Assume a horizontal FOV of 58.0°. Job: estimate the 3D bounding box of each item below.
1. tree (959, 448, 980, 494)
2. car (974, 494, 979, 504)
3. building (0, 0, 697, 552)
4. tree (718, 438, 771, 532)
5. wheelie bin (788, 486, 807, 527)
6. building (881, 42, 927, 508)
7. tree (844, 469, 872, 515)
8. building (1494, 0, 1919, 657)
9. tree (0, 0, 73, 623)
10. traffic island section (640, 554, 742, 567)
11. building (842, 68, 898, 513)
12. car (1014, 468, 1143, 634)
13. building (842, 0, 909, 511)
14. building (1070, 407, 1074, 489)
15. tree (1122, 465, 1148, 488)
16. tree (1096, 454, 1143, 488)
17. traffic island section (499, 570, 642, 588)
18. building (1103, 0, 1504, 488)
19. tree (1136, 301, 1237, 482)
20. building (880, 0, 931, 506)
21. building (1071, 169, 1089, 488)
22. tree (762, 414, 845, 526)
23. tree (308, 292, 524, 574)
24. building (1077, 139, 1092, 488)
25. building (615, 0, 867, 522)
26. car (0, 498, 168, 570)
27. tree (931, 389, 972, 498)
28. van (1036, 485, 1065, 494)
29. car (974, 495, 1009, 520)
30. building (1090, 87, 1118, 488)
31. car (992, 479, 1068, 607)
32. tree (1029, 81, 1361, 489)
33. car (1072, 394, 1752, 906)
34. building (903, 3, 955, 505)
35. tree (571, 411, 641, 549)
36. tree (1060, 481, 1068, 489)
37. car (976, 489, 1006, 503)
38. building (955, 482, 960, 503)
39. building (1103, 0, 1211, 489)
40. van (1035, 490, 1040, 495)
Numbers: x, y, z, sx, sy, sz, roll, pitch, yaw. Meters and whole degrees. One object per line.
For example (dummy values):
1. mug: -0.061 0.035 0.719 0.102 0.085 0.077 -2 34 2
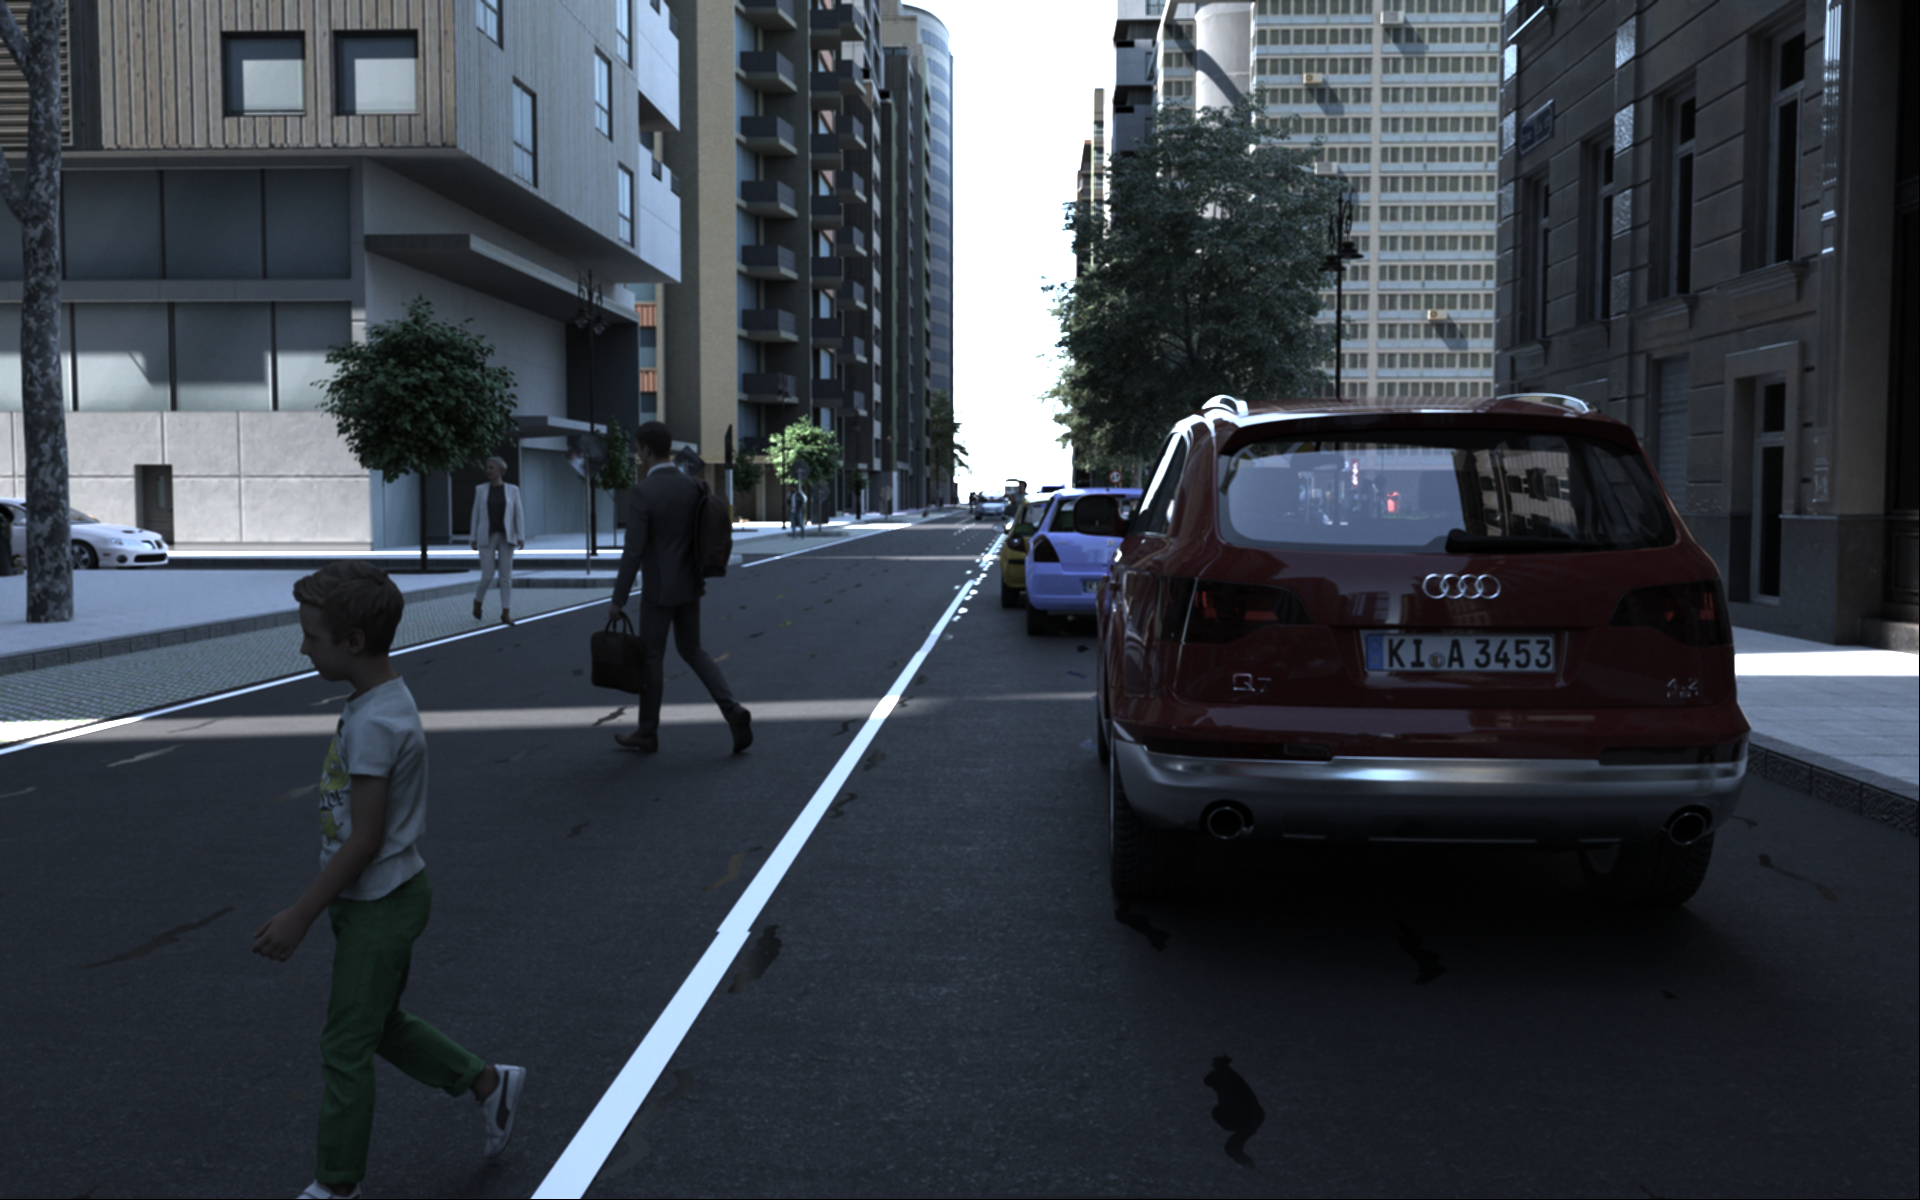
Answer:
1. tree: 1.471 -19.379 267.203 4.360 8.622 3.978 0 3 0
2. car: 2.865 -13.879 237.147 2.015 1.641 3.980 0 4 4
3. building: -23.573 -28.137 49.286 28.713 52.752 27.495 0 4 2
4. tree: -7.546 -3.983 59.723 1.663 3.219 1.824 0 3 0
5. wheelie bin: -6.390 -3.674 67.978 0.693 1.594 0.980 0 4 4
6. building: -10.430 -28.711 153.027 14.154 41.232 14.086 0 4 2
7. tree: -6.566 -6.980 108.729 1.663 3.219 1.824 0 3 0
8. building: 13.008 -13.180 12.755 12.463 27.353 25.104 0 4 2
9. tree: -10.189 -9.912 17.954 12.611 20.169 13.585 0 3 0
10. traffic island section: -5.618 -0.814 35.585 2.009 0.180 2.903 0 4 2
11. building: -11.806 -21.205 118.405 14.160 30.474 14.107 0 4 2
12. car: 1.556 -0.572 18.952 1.945 1.707 3.694 0 4 2
13. building: -14.551 -42.612 134.950 20.563 71.187 20.611 0 4 2
14. building: 30.423 -25.047 254.565 27.650 21.520 28.899 0 4 2
15. tree: 9.796 -6.323 97.979 1.663 3.219 1.824 0 3 0
16. tree: 10.484 -7.784 110.978 4.285 4.588 4.351 0 3 0
17. traffic island section: -5.944 -0.326 27.607 2.009 0.180 2.903 0 4 2
18. building: 27.145 -26.822 130.423 32.217 40.220 23.993 0 4 2
19. tree: 8.317 -6.962 64.188 4.360 8.622 3.978 0 3 0
20. building: -14.156 -33.460 170.780 21.300 48.544 21.600 0 4 2
21. building: 22.345 -35.629 232.640 14.600 45.320 14.200 0 4 2
22. tree: -6.372 -5.322 70.729 4.285 4.588 4.351 0 3 0
23. tree: -8.890 -2.728 28.311 4.285 4.588 4.351 0 3 0
24. building: 25.534 -33.985 210.282 22.147 44.769 28.867 0 4 2
25. building: -16.655 -26.683 90.894 22.147 44.769 28.867 0 4 2
26. car: -16.682 -1.138 30.973 4.827 1.381 2.083 0 4 4
27. tree: -2.480 -16.448 187.057 7.486 12.596 7.792 0 3 0
28. van: 6.404 -7.064 119.886 2.240 2.365 5.245 0 4 2
29. car: 1.792 -5.224 97.412 2.014 1.417 4.499 0 4 4
30. building: 20.390 -30.200 177.369 14.154 41.232 14.086 0 4 2
31. car: 1.427 -0.802 23.336 2.015 1.641 3.980 0 4 3
32. tree: 7.500 -8.993 53.696 9.857 13.997 8.962 0 3 0
33. car: 1.635 0.064 7.620 2.281 1.827 5.304 0 4 4
34. building: -11.789 -40.775 208.676 21.231 58.520 28.212 0 4 2
35. tree: -8.047 -2.821 40.721 1.663 3.219 1.824 0 3 0
36. tree: 15.843 -16.594 265.915 1.663 3.219 1.824 0 3 0
37. car: 2.301 -7.388 129.459 2.281 1.827 5.304 0 4 0
38. building: -16.413 -34.117 249.700 32.217 40.220 23.993 0 4 2
39. building: 26.882 -34.653 155.807 28.713 52.752 27.495 0 4 2
40. van: 8.784 -10.912 185.422 2.013 2.044 4.112 0 4 4
